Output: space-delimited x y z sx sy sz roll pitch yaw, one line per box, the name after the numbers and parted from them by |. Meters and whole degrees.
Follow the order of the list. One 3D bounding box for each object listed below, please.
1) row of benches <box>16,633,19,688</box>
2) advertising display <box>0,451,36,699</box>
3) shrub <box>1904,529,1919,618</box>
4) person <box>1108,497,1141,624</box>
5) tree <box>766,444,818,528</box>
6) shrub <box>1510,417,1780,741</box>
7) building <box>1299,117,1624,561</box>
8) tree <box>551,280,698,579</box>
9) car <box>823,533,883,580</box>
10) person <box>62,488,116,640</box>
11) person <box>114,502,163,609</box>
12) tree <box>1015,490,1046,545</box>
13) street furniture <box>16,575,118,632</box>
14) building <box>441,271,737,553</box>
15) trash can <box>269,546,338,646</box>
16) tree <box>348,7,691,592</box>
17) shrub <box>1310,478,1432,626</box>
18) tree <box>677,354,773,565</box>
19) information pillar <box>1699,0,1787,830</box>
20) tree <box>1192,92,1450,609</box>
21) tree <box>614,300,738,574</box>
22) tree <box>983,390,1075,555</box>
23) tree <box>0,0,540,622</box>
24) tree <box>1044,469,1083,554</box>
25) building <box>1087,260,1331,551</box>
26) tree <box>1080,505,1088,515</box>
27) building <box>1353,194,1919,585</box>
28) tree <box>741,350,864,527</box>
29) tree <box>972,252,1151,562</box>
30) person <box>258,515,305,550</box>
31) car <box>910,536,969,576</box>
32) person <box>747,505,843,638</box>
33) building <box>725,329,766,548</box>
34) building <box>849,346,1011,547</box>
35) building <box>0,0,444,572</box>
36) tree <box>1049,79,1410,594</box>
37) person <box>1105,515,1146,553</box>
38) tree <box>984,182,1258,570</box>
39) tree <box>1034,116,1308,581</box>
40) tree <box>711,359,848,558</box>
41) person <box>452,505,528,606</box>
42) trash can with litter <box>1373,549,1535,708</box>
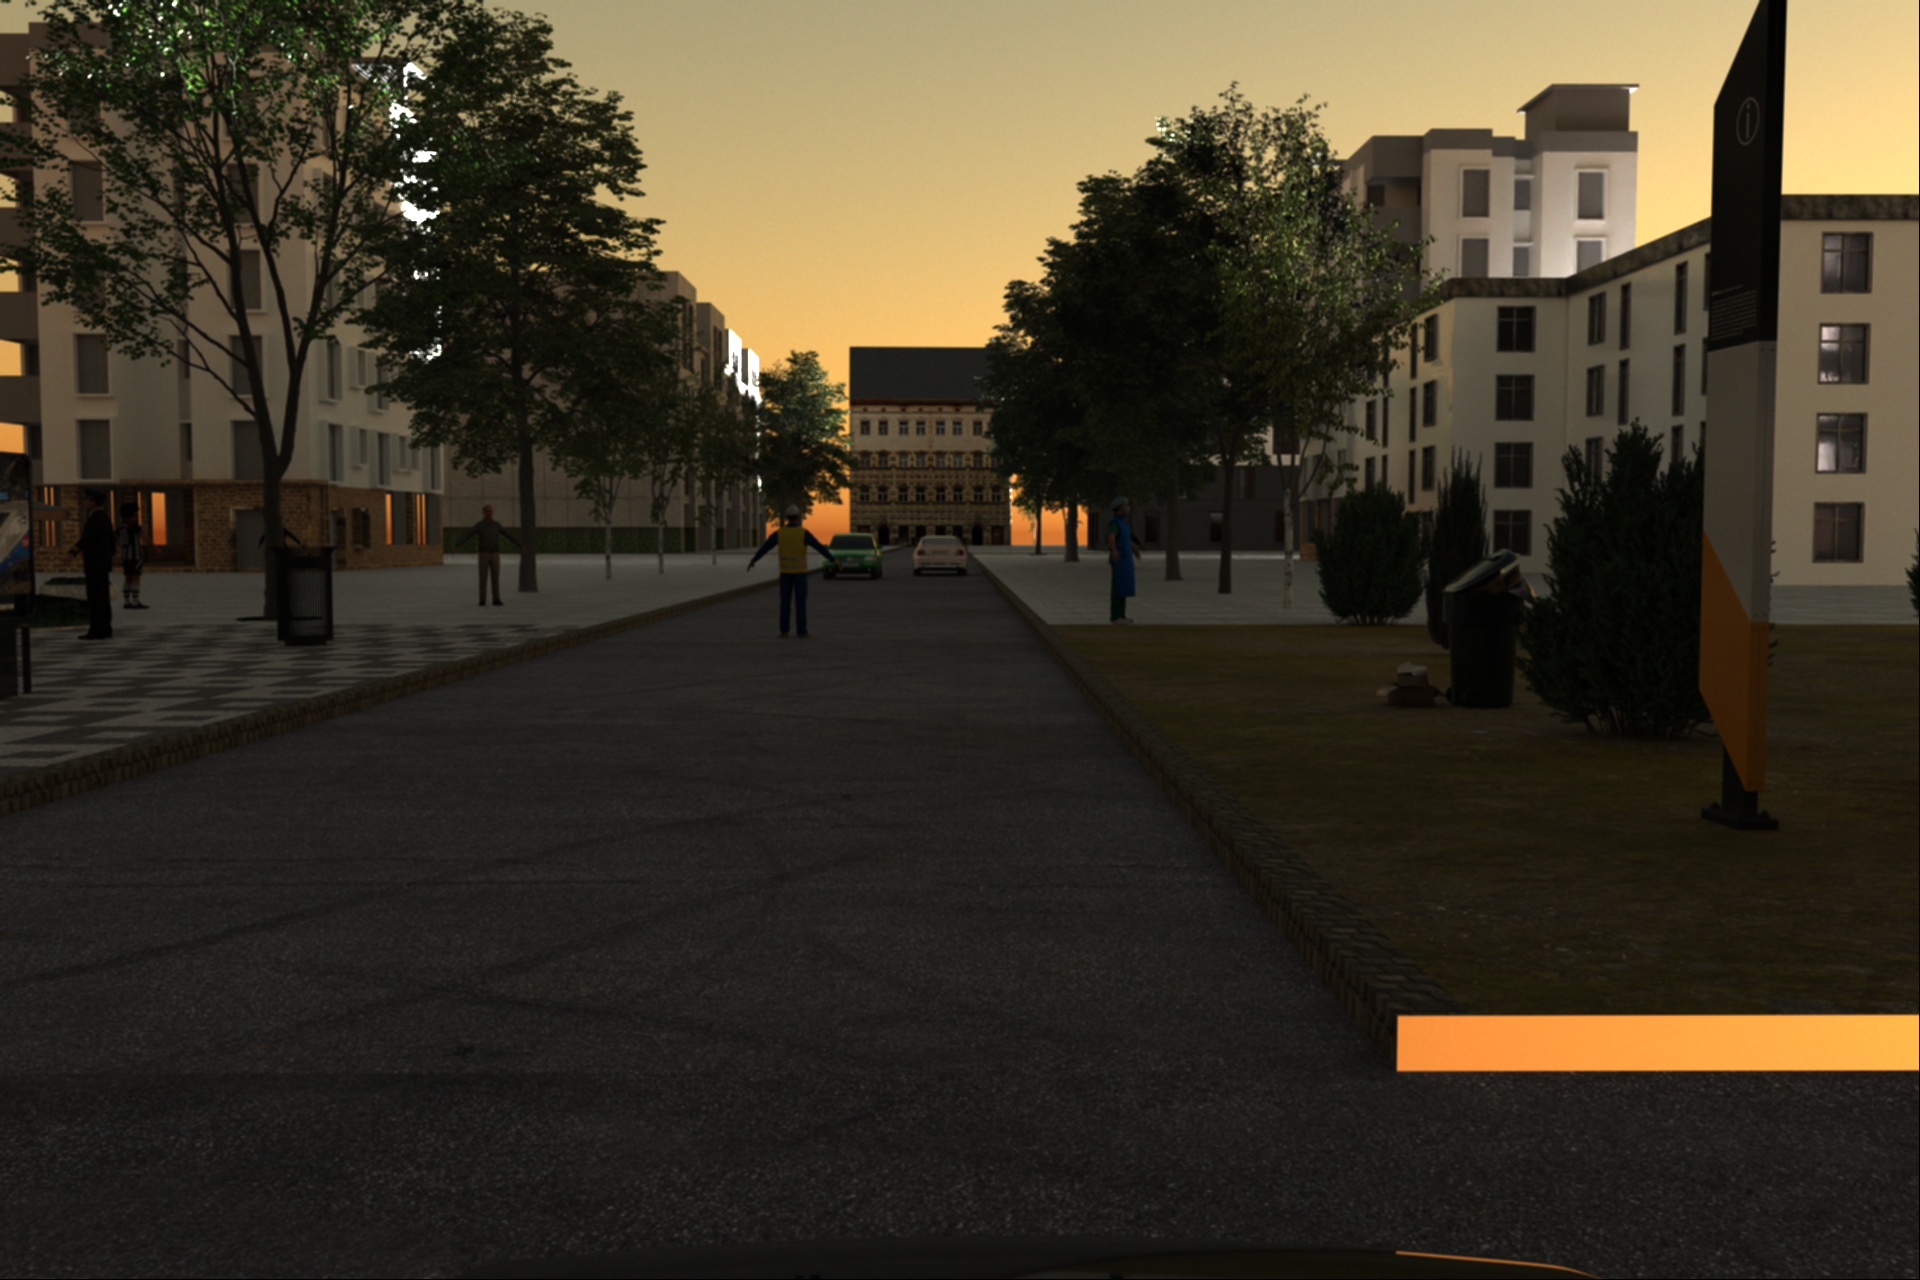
-9.753 0.046 14.712 4.104 0.672 1.422 1 4 18 | row of benches
-7.509 -0.505 13.474 0.123 1.923 0.974 0 4 0 | advertising display
12.323 -1.011 20.945 1.690 2.028 1.600 0 3 0 | shrub
2.322 -1.141 24.785 0.704 1.817 1.347 1 4 20 | person
-19.795 -17.114 197.945 7.486 12.596 7.792 0 3 0 | tree
4.328 -0.402 10.985 1.690 2.028 1.600 0 3 0 | shrub
22.062 -13.988 85.116 16.016 20.090 11.380 0 4 -1 | building
-10.145 -6.017 48.735 4.360 8.622 3.978 0 3 0 | tree
-3.444 -2.875 55.805 1.959 1.807 4.718 0 4 -1 | car
-10.595 -0.934 21.207 0.705 1.837 1.347 0 4 -5 | person
-14.166 -1.439 29.678 1.345 1.843 0.704 2 4 31 | person
8.359 -15.327 200.957 4.737 8.622 4.395 0 3 0 | tree
-16.952 -0.508 23.939 10.072 0.657 5.734 -1 4 -10 | street furniture
-27.394 -16.268 132.445 16.747 18.905 31.486 0 4 0 | building
-7.548 -0.507 19.948 0.748 1.137 0.748 0 3 0 | trash can
-10.074 -7.362 38.493 7.486 12.596 7.792 0 3 0 | tree
5.821 -1.247 24.422 1.661 2.075 1.752 0 3 0 | shrub
-10.061 -7.426 71.778 4.737 8.622 4.395 0 3 0 | tree
3.450 -0.997 7.648 0.183 3.616 0.504 0 4 -2 | information pillar
5.751 -4.832 29.370 4.737 8.622 4.395 0 3 0 | tree
-9.419 -6.436 55.591 4.737 8.622 4.395 0 3 0 | tree
4.929 -11.073 106.804 9.928 11.665 9.643 0 3 0 | tree
-10.154 -6.107 25.607 9.928 11.665 9.643 0 3 0 | tree
6.023 -8.857 95.173 4.360 8.622 3.978 0 3 0 | tree
24.486 -18.432 145.345 27.936 21.610 32.646 0 3 0 | building
17.158 -16.170 198.793 7.601 10.594 8.767 0 4 2 | tree
20.600 -7.024 56.997 9.099 9.664 28.070 0 3 0 | building
-9.810 -11.539 106.792 7.486 12.596 7.792 0 3 0 | tree
5.239 -10.611 80.149 9.857 13.997 8.962 0 3 0 | tree
-15.840 -2.060 40.406 1.216 1.740 0.721 1 4 11 | person
-0.721 -2.971 60.934 2.083 1.381 4.827 0 4 -2 | car
-2.310 -0.954 24.031 1.349 1.833 0.705 0 4 6 | person
-28.437 -18.267 165.118 16.747 18.905 31.486 0 4 -1 | building
-3.798 -22.562 202.274 18.063 23.208 19.493 0 4 -3 | building
-26.511 -12.416 59.426 16.016 20.090 11.380 0 4 -1 | building
5.534 -6.258 36.725 8.767 10.594 7.601 2 4 26 | tree
3.452 -1.872 36.746 0.704 1.812 1.346 3 5 42 | person
5.843 -9.493 61.871 9.857 13.997 8.962 0 3 0 | tree
5.915 -7.893 47.180 7.486 12.596 7.792 0 3 0 | tree
-9.857 -9.720 93.340 8.767 10.594 7.601 1 4 20 | tree
-8.465 -1.521 31.141 1.348 1.796 0.705 -2 4 -27 | person
3.664 -0.090 12.856 1.055 1.170 0.624 0 4 -2 | trash can with litter
